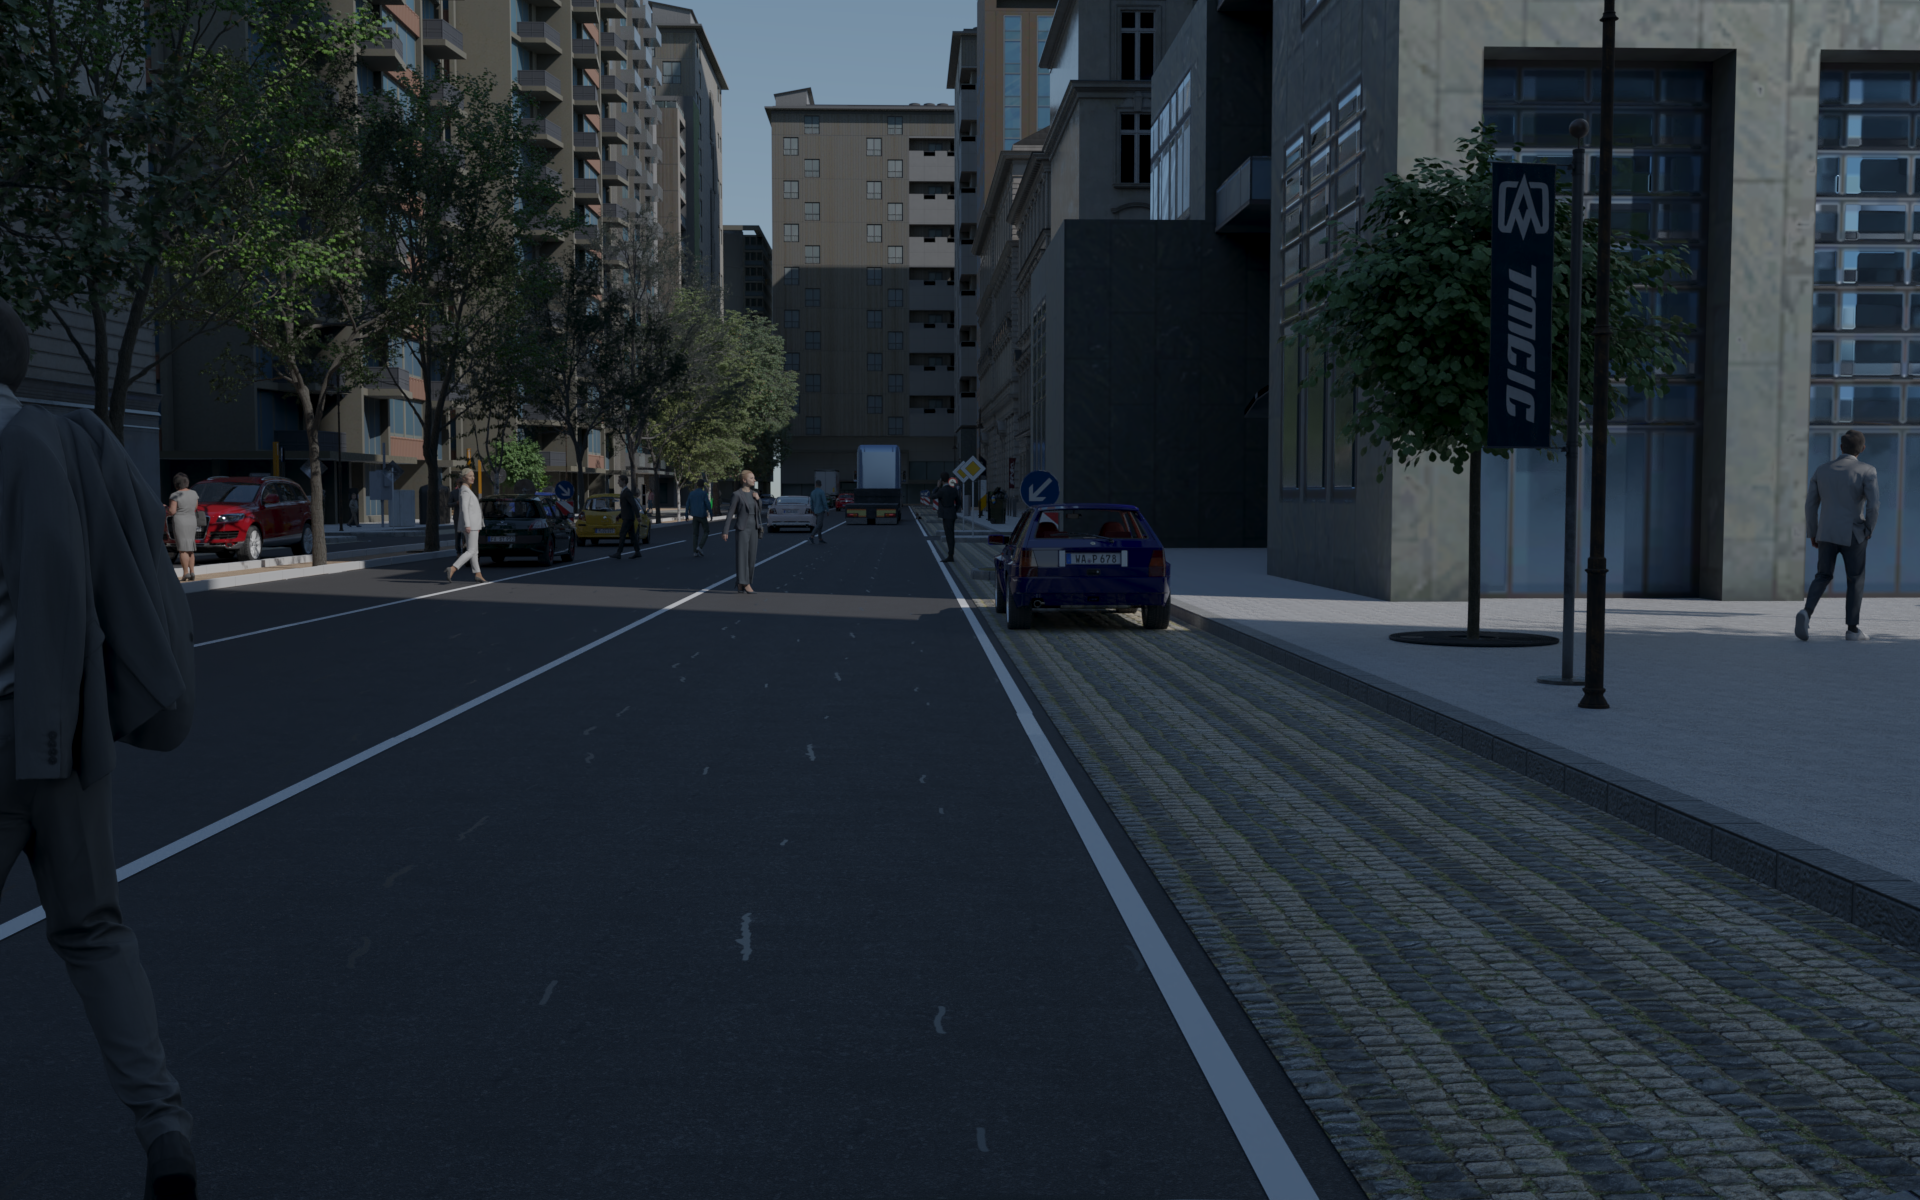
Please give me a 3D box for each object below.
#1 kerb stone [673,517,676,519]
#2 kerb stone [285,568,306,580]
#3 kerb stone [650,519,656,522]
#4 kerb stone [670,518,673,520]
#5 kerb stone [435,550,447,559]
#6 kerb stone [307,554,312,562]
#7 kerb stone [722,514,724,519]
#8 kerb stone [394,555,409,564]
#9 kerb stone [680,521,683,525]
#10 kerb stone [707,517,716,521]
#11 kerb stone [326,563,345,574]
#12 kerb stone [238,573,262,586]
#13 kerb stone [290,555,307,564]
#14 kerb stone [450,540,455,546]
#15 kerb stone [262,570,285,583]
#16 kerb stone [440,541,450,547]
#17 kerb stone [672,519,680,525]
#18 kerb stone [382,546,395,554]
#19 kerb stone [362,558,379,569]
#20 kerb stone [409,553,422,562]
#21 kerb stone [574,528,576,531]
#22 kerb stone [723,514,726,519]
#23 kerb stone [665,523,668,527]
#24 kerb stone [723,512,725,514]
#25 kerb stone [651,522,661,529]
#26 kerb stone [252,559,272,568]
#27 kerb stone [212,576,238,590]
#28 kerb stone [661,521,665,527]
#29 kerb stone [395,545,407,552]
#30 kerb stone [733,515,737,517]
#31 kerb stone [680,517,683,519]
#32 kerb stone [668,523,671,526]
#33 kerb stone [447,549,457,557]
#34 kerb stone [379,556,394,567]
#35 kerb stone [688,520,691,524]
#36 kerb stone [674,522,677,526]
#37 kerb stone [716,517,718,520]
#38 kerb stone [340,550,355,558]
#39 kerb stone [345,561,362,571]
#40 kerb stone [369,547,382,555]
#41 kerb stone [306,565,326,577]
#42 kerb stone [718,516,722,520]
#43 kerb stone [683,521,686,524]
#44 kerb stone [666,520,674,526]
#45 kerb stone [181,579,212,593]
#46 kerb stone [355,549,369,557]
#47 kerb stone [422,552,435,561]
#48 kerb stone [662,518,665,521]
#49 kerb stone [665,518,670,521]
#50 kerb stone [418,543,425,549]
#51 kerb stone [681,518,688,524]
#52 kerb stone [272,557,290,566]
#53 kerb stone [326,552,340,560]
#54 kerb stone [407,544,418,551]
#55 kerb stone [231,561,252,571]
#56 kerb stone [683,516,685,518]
[{"bbox_3d":[-15.604,-4.357,93.437,0.120,0.150,1.000,0,4,-2],"label":"kerb stone"},{"bbox_3d":[-11.379,-0.441,29.402,0.120,0.150,1.000,0,4,-2],"label":"kerb stone"},{"bbox_3d":[-15.371,-3.917,86.267,0.120,0.150,1.000,0,4,-2],"label":"kerb stone"},{"bbox_3d":[-15.570,-4.295,92.416,0.120,0.150,1.000,0,4,-2],"label":"kerb stone"},{"bbox_3d":[-11.685,-1.000,38.626,0.120,0.150,1.000,0,4,-2],"label":"kerb stone"},{"bbox_3d":[-13.711,-0.880,36.587,0.120,0.150,1.000,0,4,-2],"label":"kerb stone"},{"bbox_3d":[-13.677,-4.671,98.622,0.120,0.150,1.000,0,4,-2],"label":"kerb stone"},{"bbox_3d":[-11.578,-0.817,35.561,0.120,0.150,1.000,0,4,-2],"label":"kerb stone"},{"bbox_3d":[-13.066,-3.541,80.167,0.120,0.150,1.000,0,4,-2],"label":"kerb stone"},{"bbox_3d":[-13.542,-4.422,94.517,0.120,0.150,1.000,0,4,-2],"label":"kerb stone"},{"bbox_3d":[-11.440,-0.566,31.445,0.120,0.150,1.000,0,4,-2],"label":"kerb stone"},{"bbox_3d":[-11.308,-0.315,27.355,0.120,0.150,1.000,0,4,-2],"label":"kerb stone"},{"bbox_3d":[-13.689,-0.818,35.562,0.120,0.150,1.000,0,4,-2],"label":"kerb stone"},{"bbox_3d":[-14.090,-1.565,47.879,0.120,0.150,1.000,0,4,-2],"label":"kerb stone"},{"bbox_3d":[-11.343,-0.378,28.378,0.120,0.150,1.000,0,4,-2],"label":"kerb stone"},{"bbox_3d":[-14.063,-1.508,46.852,0.120,0.150,1.000,0,4,-2],"label":"kerb stone"},{"bbox_3d":[-13.027,-3.482,79.146,0.120,0.150,1.000,0,4,-2],"label":"kerb stone"},{"bbox_3d":[-13.884,-1.195,41.730,0.120,0.150,1.000,0,4,-2],"label":"kerb stone"},{"bbox_3d":[-11.510,-0.684,33.505,0.120,0.150,1.000,0,4,-2],"label":"kerb stone"},{"bbox_3d":[-11.612,-0.880,36.583,0.120,0.150,1.000,0,4,-2],"label":"kerb stone"},{"bbox_3d":[-14.720,-2.728,66.794,0.120,0.150,1.000,0,4,-2],"label":"kerb stone"},{"bbox_3d":[-13.718,-4.737,99.649,0.120,0.150,1.000,0,4,-2],"label":"kerb stone"},{"bbox_3d":[-12.902,-3.232,75.040,0.120,0.150,1.000,0,4,-2],"label":"kerb stone"},{"bbox_3d":[-16.466,-5.923,119.038,0.120,0.150,1.000,0,4,-2],"label":"kerb stone"},{"bbox_3d":[-12.828,-3.103,72.995,0.120,0.150,1.000,0,4,-2],"label":"kerb stone"},{"bbox_3d":[-13.614,-0.690,33.519,0.120,0.150,1.000,0,4,-2],"label":"kerb stone"},{"bbox_3d":[-11.274,-0.253,26.332,0.120,0.150,1.000,0,4,-2],"label":"kerb stone"},{"bbox_3d":[-12.863,-3.169,74.016,0.120,0.150,1.000,0,4,-2],"label":"kerb stone"},{"bbox_3d":[-13.923,-1.258,42.757,0.120,0.150,1.000,0,4,-2],"label":"kerb stone"},{"bbox_3d":[-14.021,-5.301,108.867,0.120,0.150,1.000,0,4,-2],"label":"kerb stone"},{"bbox_3d":[-15.714,-4.539,96.513,0.120,0.150,1.000,0,4,-2],"label":"kerb stone"},{"bbox_3d":[-12.930,-3.295,76.072,0.120,0.150,1.000,0,4,-2],"label":"kerb stone"},{"bbox_3d":[-11.713,-1.067,39.647,0.120,0.150,1.000,0,4,-2],"label":"kerb stone"},{"bbox_3d":[-11.550,-0.754,34.527,0.120,0.150,1.000,0,4,-2],"label":"kerb stone"},{"bbox_3d":[-13.165,-3.733,83.236,0.120,0.150,1.000,0,4,-2],"label":"kerb stone"},{"bbox_3d":[-12.997,-3.420,78.116,0.120,0.150,1.000,0,4,-2],"label":"kerb stone"},{"bbox_3d":[-13.581,-4.486,95.539,0.120,0.150,1.000,0,4,-2],"label":"kerb stone"},{"bbox_3d":[-13.783,-1.005,38.634,0.120,0.150,1.000,0,4,-2],"label":"kerb stone"},{"bbox_3d":[-11.480,-0.624,32.466,0.120,0.150,1.000,0,4,-2],"label":"kerb stone"},{"bbox_3d":[-13.848,-1.132,40.698,0.120,0.150,1.000,0,4,-2],"label":"kerb stone"},{"bbox_3d":[-11.411,-0.496,30.424,0.120,0.150,1.000,0,4,-2],"label":"kerb stone"},{"bbox_3d":[-13.649,-4.612,97.593,0.120,0.150,1.000,0,4,-2],"label":"kerb stone"},{"bbox_3d":[-13.096,-3.608,81.192,0.120,0.150,1.000,0,4,-2],"label":"kerb stone"},{"bbox_3d":[-12.957,-3.358,77.094,0.120,0.150,1.000,0,4,-2],"label":"kerb stone"},{"bbox_3d":[-11.233,-0.189,25.306,0.120,0.150,1.000,0,4,-2],"label":"kerb stone"},{"bbox_3d":[-13.817,-1.068,39.665,0.120,0.150,1.000,0,4,-2],"label":"kerb stone"},{"bbox_3d":[-11.650,-0.942,37.604,0.120,0.150,1.000,0,4,-2],"label":"kerb stone"},{"bbox_3d":[-15.472,-4.107,89.347,0.120,0.150,1.000,0,4,-2],"label":"kerb stone"},{"bbox_3d":[-15.542,-4.231,91.394,0.120,0.150,1.000,0,4,-2],"label":"kerb stone"},{"bbox_3d":[-13.988,-1.380,44.807,0.120,0.150,1.000,0,4,-2],"label":"kerb stone"},{"bbox_3d":[-13.131,-3.671,82.213,0.120,0.150,1.000,0,4,-2],"label":"kerb stone"},{"bbox_3d":[-13.646,-0.755,34.541,0.120,0.150,1.000,0,4,-2],"label":"kerb stone"},{"bbox_3d":[-13.747,-0.940,37.610,0.120,0.150,1.000,0,4,-2],"label":"kerb stone"},{"bbox_3d":[-13.954,-1.320,43.779,0.120,0.150,1.000,0,4,-2],"label":"kerb stone"},{"bbox_3d":[-13.575,-0.627,32.490,0.120,0.150,1.000,0,4,-2],"label":"kerb stone"},{"bbox_3d":[-15.741,-4.605,97.535,0.120,0.150,1.000,0,4,-2],"label":"kerb stone"}]
